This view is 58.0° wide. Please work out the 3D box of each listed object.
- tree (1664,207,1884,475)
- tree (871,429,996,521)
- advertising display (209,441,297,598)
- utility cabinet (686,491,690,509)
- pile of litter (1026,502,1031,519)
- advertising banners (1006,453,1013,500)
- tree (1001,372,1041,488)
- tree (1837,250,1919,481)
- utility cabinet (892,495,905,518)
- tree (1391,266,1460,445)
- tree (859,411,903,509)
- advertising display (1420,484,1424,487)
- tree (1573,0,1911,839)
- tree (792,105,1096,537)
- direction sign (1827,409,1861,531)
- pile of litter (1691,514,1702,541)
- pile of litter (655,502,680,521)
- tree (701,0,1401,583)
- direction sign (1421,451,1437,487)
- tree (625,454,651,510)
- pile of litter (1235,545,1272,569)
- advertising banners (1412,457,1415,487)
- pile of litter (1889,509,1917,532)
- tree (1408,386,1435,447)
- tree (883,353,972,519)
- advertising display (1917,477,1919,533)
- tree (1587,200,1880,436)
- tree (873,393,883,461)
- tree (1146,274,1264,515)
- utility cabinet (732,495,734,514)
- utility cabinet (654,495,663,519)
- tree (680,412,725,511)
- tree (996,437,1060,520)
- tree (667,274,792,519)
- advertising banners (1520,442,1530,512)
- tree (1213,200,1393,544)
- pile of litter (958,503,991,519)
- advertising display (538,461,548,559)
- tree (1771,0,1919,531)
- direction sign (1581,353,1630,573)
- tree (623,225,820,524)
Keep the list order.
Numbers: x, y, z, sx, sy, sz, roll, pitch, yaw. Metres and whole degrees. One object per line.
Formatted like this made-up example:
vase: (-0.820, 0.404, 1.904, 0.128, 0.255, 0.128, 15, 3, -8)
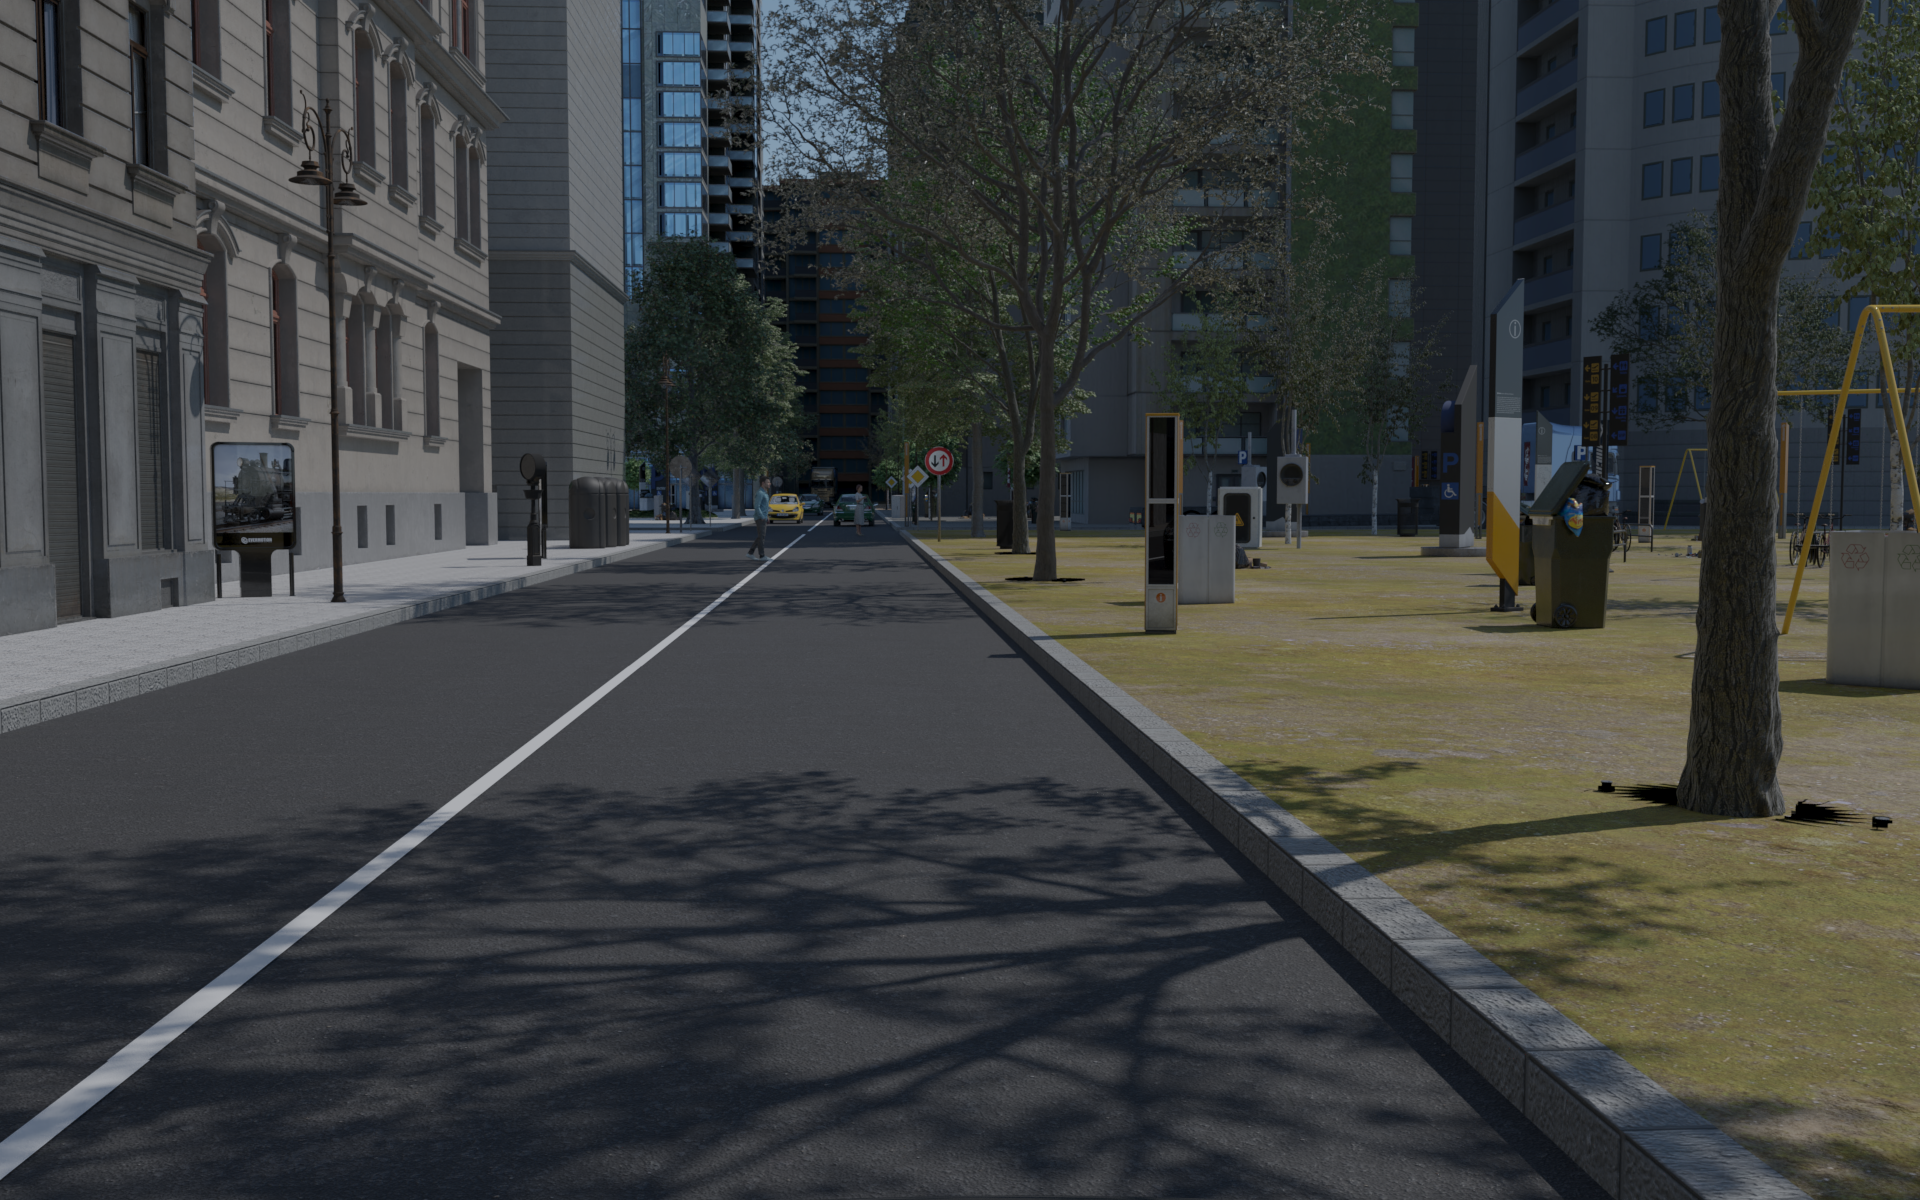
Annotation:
tree: (18.868, -5.595, 41.841, 4.360, 8.622, 3.978, 0, 3, 0)
tree: (-1.328, -6.029, 82.293, 4.285, 4.588, 4.351, 0, 3, 0)
advertising display: (-8.765, -0.996, 21.504, 0.974, 1.923, 0.123, -2, 4, -32)
utility cabinet: (-17.344, -6.344, 112.410, 0.318, 1.500, 1.173, 2, 4, 24)
pile of litter: (3.277, -4.693, 90.689, 1.719, 0.858, 1.176, -3, 5, -40)
advertising banners: (2.312, -4.785, 74.419, 0.090, 3.025, 2.074, 1, 4, 20)
tree: (4.640, -9.003, 97.559, 4.360, 8.622, 3.978, 0, 3, 0)
tree: (24.452, -5.596, 41.860, 4.360, 8.622, 3.978, 0, 3, 0)
utility cabinet: (-3.302, -4.957, 92.213, 0.306, 1.237, 1.020, -2, 4, -28)
tree: (13.406, -6.398, 54.963, 4.360, 8.622, 3.978, 0, 3, 0)
tree: (-6.569, -12.333, 152.008, 4.360, 8.622, 3.978, 0, 3, 0)
advertising display: (30.921, -6.777, 116.016, 0.123, 1.923, 0.974, 0, 4, 8)
tree: (3.319, -4.950, 6.684, 9.928, 11.665, 9.643, 0, 3, 0)
tree: (0.103, -8.149, 51.358, 7.486, 12.596, 7.792, 0, 3, 0)
direction sign: (23.577, -3.319, 46.265, 0.379, 3.537, 0.876, -3, 4, -36)
pile of litter: (20.705, -2.049, 47.463, 1.176, 0.858, 1.719, -1, 4, -9)
pile of litter: (-14.358, -4.305, 84.347, 1.719, 0.858, 1.176, 1, 4, 12)
tree: (1.376, -7.027, 25.257, 12.009, 13.543, 11.850, 0, 3, 0)
direction sign: (24.572, -6.041, 90.763, 0.876, 3.537, 0.379, -1, 4, -11)
tree: (-26.313, -9.570, 140.181, 4.285, 4.588, 4.351, 0, 3, 0)
pile of litter: (4.632, -0.998, 30.276, 1.176, 0.858, 1.719, -2, 4, -34)
advertising banners: (21.768, -5.187, 80.998, 2.074, 3.025, 0.090, 1, 4, 15)
pile of litter: (27.154, -2.188, 49.731, 1.176, 0.858, 1.719, -1, 4, -21)
tree: (20.764, -8.238, 85.049, 4.737, 8.622, 4.395, 0, 3, 0)
tree: (-1.280, -8.423, 88.080, 4.737, 8.622, 4.395, 0, 3, 0)
advertising display: (26.974, -2.623, 48.094, 0.974, 1.923, 0.123, -1, 4, -15)
tree: (24.428, -7.333, 54.308, 8.767, 10.594, 7.601, 0, 3, 0)
tree: (-2.504, -8.928, 96.341, 4.737, 8.622, 4.395, 0, 3, 0)
tree: (8.376, -6.607, 58.389, 4.737, 8.622, 4.395, 0, 3, 0)
utility cabinet: (-13.156, -5.589, 102.540, 0.306, 1.237, 1.020, 1, 4, 19)
utility cabinet: (-15.557, -4.781, 89.336, 0.306, 1.237, 1.020, 0, 4, 0)
tree: (-17.131, -10.190, 116.973, 4.737, 8.622, 4.395, 0, 3, 0)
tree: (3.206, -6.279, 86.367, 4.285, 4.588, 4.351, 0, 3, 0)
tree: (-11.697, -10.490, 89.633, 7.486, 12.596, 7.792, 0, 3, 0)
advertising banners: (18.911, -3.825, 58.729, 0.090, 3.025, 2.074, 0, 4, -3)
tree: (8.678, -5.744, 44.271, 4.360, 8.622, 3.978, 0, 3, 0)
pile of litter: (0.778, -4.672, 90.360, 1.719, 0.858, 1.176, 0, 4, 5)
advertising display: (-8.350, -1.801, 34.664, 0.123, 1.923, 0.974, -1, 4, -17)
tree: (11.591, -4.320, 20.997, 4.737, 8.622, 4.395, 0, 3, 0)
direction sign: (10.530, -2.221, 28.314, 0.379, 3.537, 0.876, -2, 4, -32)
tree: (-11.506, -9.602, 74.005, 9.611, 12.733, 9.660, 0, 3, 0)
